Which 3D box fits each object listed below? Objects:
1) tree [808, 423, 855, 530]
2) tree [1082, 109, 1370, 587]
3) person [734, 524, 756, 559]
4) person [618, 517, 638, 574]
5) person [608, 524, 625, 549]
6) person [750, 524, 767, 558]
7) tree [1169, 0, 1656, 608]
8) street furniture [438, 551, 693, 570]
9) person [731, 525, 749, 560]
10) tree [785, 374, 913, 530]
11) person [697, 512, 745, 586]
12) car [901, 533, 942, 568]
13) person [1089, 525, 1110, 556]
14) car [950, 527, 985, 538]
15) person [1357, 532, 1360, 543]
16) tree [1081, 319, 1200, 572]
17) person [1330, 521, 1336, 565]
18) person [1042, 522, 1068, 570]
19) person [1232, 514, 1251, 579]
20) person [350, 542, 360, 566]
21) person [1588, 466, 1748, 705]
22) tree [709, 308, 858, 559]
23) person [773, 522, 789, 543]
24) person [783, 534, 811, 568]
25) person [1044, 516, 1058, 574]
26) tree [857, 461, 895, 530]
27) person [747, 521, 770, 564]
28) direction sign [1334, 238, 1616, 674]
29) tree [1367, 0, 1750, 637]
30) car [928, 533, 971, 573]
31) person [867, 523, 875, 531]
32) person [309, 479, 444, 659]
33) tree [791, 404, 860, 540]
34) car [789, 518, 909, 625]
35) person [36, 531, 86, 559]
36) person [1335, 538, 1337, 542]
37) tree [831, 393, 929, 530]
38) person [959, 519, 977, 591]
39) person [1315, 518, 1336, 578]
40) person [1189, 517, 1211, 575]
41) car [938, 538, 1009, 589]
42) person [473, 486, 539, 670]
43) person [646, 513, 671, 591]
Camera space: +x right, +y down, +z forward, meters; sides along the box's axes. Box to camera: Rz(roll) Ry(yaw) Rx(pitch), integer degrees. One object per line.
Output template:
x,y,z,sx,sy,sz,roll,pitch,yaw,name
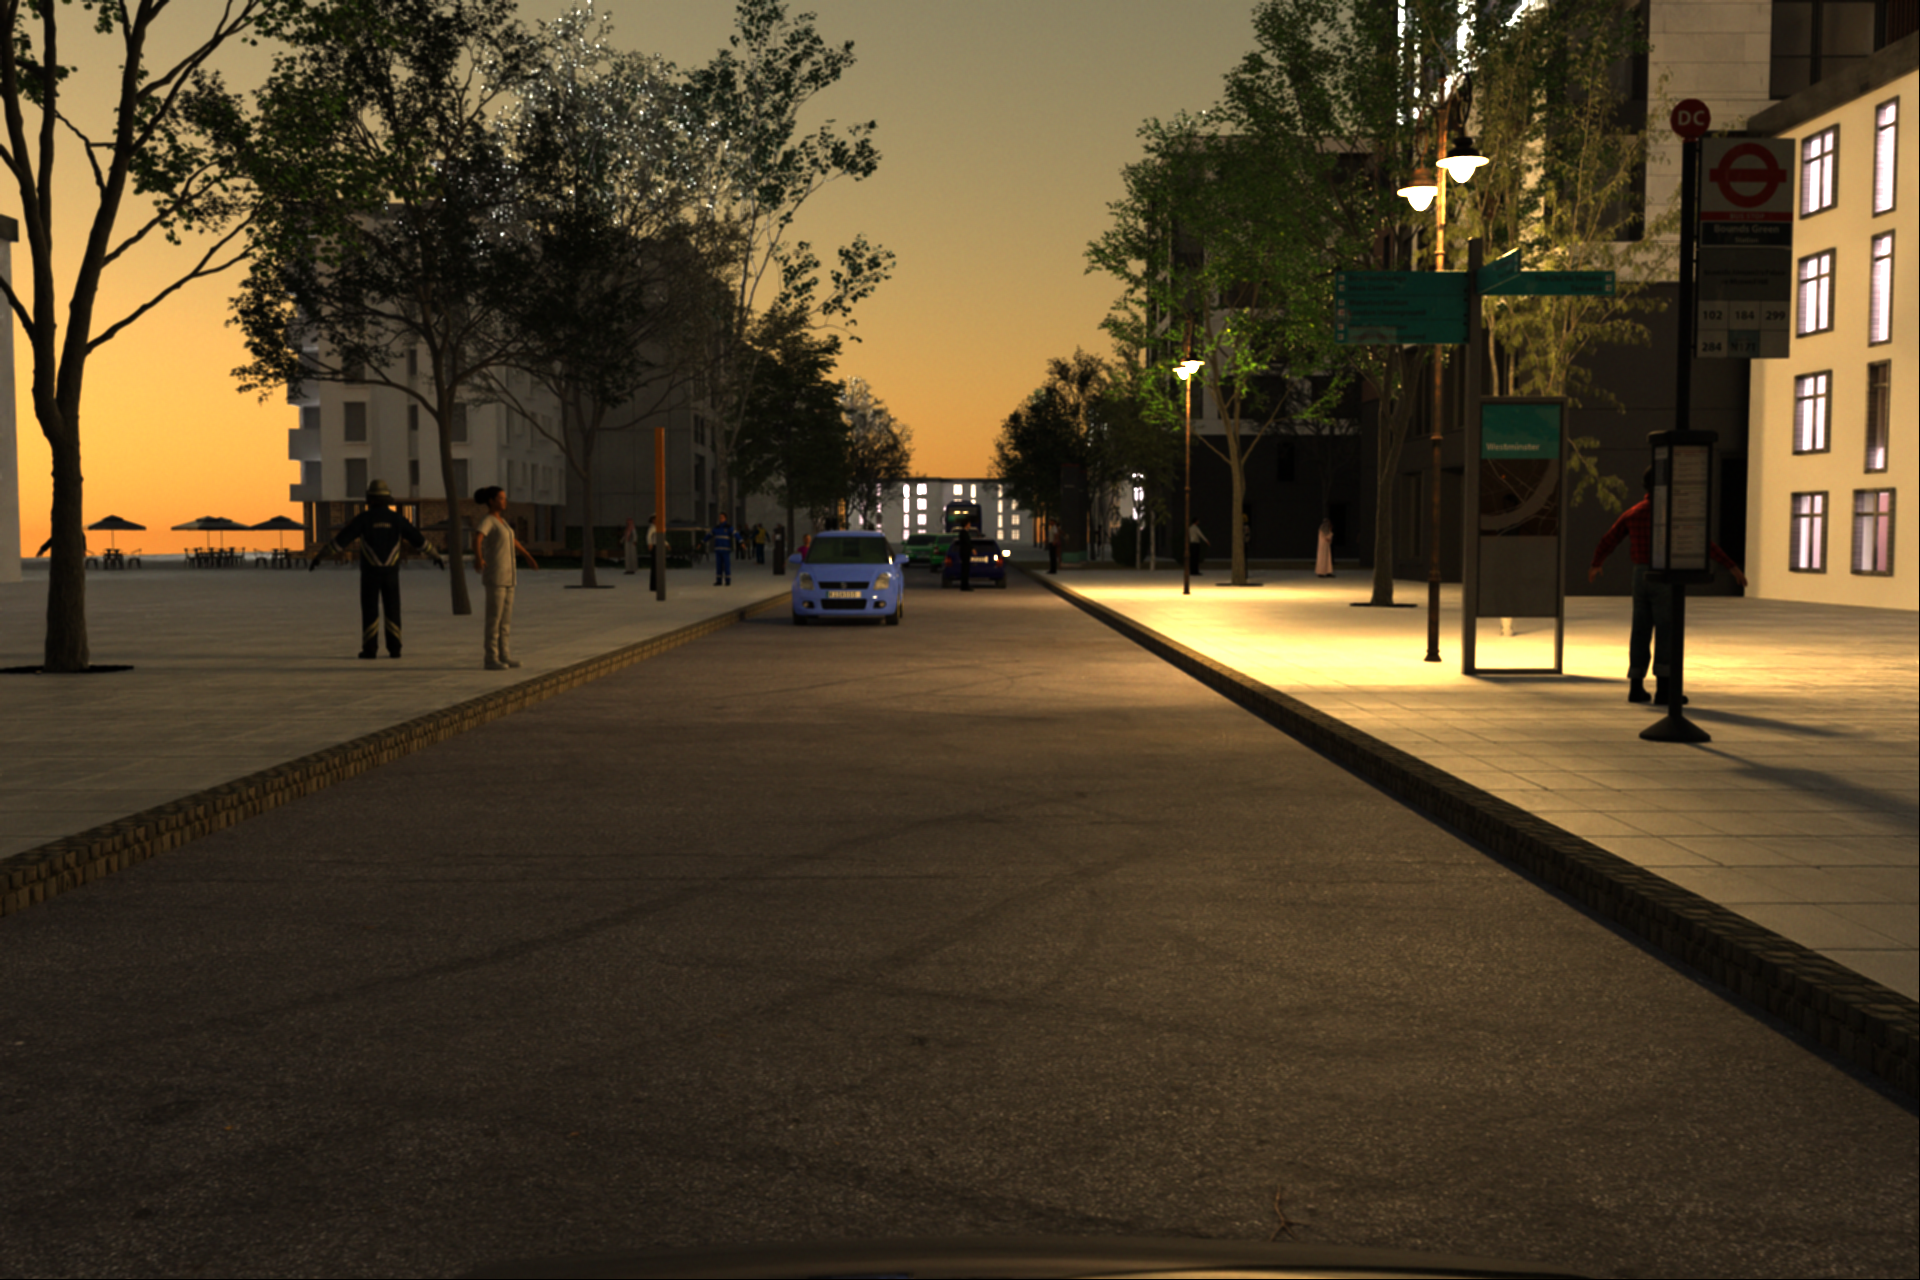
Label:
-8.274,-9.607,107.438,4.737,8.622,4.395,0,3,0,tree
6.817,-7.152,42.692,9.928,11.665,9.643,0,3,0,tree
-10.812,-4.991,87.880,1.348,1.796,0.705,-1,4,-18,person
-10.560,-3.007,55.317,0.704,1.811,1.347,-2,4,-33,person
-18.742,-5.484,95.435,1.354,1.858,0.705,1,4,9,person
-11.162,-5.409,94.568,1.348,1.813,0.705,1,4,23,person
7.673,-6.399,30.384,9.928,11.665,9.643,0,3,0,tree
-15.062,-3.010,64.847,10.072,0.657,5.734,3,4,39,street furniture
-10.997,-4.856,86.110,1.216,1.740,0.721,1,4,15,person
-8.537,-13.565,132.159,12.009,13.543,11.850,0,3,0,tree
-5.913,-2.272,43.119,1.345,1.831,0.704,1,4,21,person
-1.583,-4.065,75.258,1.959,1.807,4.718,0,4,-1,car
8.192,-5.805,101.049,1.345,1.843,0.704,-1,4,-12,person
0.262,-5.299,95.319,2.281,1.827,5.304,0,4,-1,car
16.981,-4.054,72.408,1.347,1.817,0.704,-3,5,-40,person
6.349,-6.616,58.538,4.737,8.622,4.395,0,3,0,tree
15.253,-3.995,71.258,0.705,1.837,1.347,1,4,12,person
3.459,-3.402,62.432,1.217,1.733,0.721,-3,4,-38,person
8.016,-2.658,49.229,0.704,1.858,1.351,0,4,-6,person
-23.870,-3.866,69.391,1.347,1.806,0.705,1,4,20,person
5.291,-0.429,13.129,0.704,1.816,1.345,-2,4,-32,person
-8.832,-10.386,87.932,7.486,12.596,7.792,0,3,0,tree
-8.209,-4.463,78.824,0.705,1.847,1.347,2,4,26,person
-3.011,-1.375,34.206,0.991,1.433,0.599,-1,4,-14,person
2.976,-3.076,56.074,0.704,1.855,1.343,-1,4,-9,person
-8.588,-13.206,166.272,4.737,8.622,4.395,0,3,0,tree
-8.500,-4.130,73.490,0.705,1.833,1.349,3,4,39,person
4.653,-1.617,15.195,2.525,3.948,1.411,0,4,0,direction sign
6.762,-4.362,21.677,4.360,8.622,3.978,0,3,0,tree
-0.233,-3.466,65.470,1.959,1.807,4.718,0,4,0,car
-3.453,-3.602,67.123,0.705,1.856,1.354,0,4,-2,person
-6.003,-0.736,17.909,1.351,1.845,0.704,-2,4,-30,person
-8.052,-9.004,97.572,4.737,8.622,4.395,0,3,0,tree
-1.797,-1.149,28.372,1.945,1.707,3.694,0,4,0,car
-14.016,-1.289,27.126,1.345,1.823,0.704,2,4,35,person
17.553,-4.669,82.111,0.705,1.856,1.354,2,4,30,person
-8.336,-14.697,150.669,12.009,13.543,11.850,0,3,0,tree
0.165,-2.140,43.635,0.705,1.806,1.347,-1,4,-12,person
10.771,-2.708,50.980,0.621,1.740,0.551,1,4,9,person
7.353,-2.929,54.044,0.704,1.810,1.344,-2,4,-26,person
0.374,-2.099,46.892,1.945,1.354,3.894,0,3,0,car
-4.322,-0.593,16.473,0.721,1.739,1.217,1,4,11,person
-6.783,-1.990,38.997,0.721,1.778,1.216,1,4,11,person
